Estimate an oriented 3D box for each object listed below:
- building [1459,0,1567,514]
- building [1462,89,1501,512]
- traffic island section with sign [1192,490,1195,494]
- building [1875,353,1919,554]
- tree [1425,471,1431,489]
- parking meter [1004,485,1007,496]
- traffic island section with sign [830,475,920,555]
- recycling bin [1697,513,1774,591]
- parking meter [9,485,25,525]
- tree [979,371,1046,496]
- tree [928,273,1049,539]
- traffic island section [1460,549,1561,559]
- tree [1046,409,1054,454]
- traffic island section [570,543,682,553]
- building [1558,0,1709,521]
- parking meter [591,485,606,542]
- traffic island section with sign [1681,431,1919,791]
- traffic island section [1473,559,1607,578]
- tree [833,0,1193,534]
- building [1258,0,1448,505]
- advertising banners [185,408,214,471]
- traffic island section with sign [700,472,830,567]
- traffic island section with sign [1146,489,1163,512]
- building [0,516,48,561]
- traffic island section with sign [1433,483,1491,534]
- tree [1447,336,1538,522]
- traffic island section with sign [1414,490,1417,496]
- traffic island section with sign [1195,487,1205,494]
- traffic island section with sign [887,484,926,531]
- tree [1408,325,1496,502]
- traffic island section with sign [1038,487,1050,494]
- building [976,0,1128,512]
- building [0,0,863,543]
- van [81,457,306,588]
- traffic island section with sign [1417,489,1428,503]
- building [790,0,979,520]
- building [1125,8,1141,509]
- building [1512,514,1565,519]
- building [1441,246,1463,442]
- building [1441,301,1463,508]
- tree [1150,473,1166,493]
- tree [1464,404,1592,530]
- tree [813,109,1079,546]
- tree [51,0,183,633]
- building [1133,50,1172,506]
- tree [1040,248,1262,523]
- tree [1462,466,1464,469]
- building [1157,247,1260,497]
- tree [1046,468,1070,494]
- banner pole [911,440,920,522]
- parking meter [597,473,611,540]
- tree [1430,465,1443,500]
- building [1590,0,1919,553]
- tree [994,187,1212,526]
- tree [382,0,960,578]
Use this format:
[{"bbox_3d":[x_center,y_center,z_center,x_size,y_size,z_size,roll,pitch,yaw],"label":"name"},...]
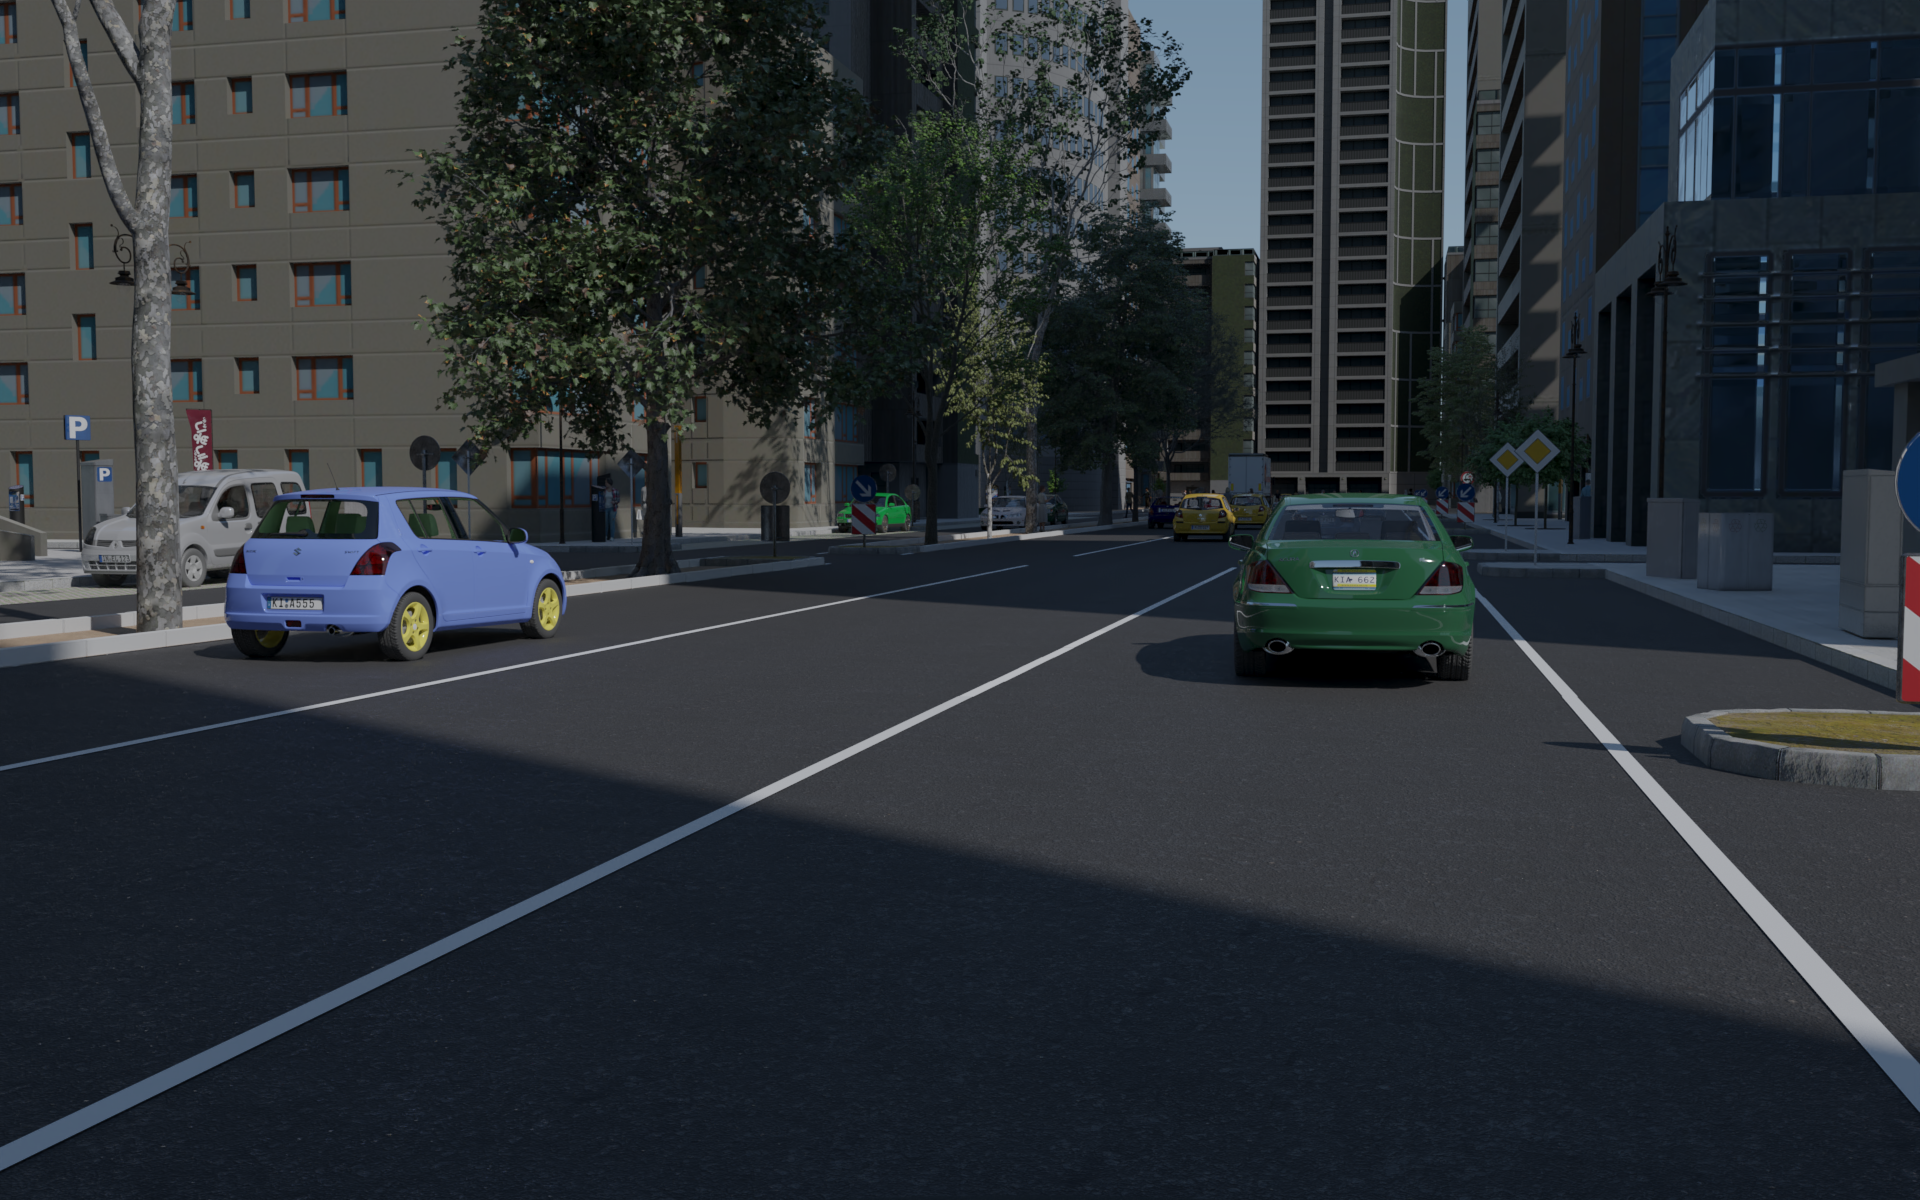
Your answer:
[{"bbox_3d":[52.723,-31.675,141.588,21.300,48.544,21.600,1,4,14],"label":"building"},{"bbox_3d":[44.220,-21.644,125.584,14.160,30.474,14.107,1,4,14],"label":"building"},{"bbox_3d":[22.874,-9.801,168.873,1.989,1.847,2.006,1,4,14],"label":"traffic island section with sign"},{"bbox_3d":[26.504,-19.630,12.827,32.217,40.220,23.993,1,4,14],"label":"building"},{"bbox_3d":[51.710,-12.382,186.153,4.285,4.588,4.351,0,3,0],"label":"tree"},{"bbox_3d":[2.888,-6.342,109.404,0.255,1.863,0.399,0,4,-1],"label":"parking meter"},{"bbox_3d":[-2.149,-2.073,42.034,2.006,1.907,1.989,1,4,14],"label":"traffic island section with sign"},{"bbox_3d":[10.408,-0.655,23.259,0.722,1.027,0.722,0,4,-2],"label":"recycling bin"},{"bbox_3d":[-25.975,-2.403,47.706,0.372,1.533,0.369,0,3,0],"label":"parking meter"},{"bbox_3d":[2.816,-9.204,100.844,4.360,8.622,3.978,0,3,0],"label":"tree"},{"bbox_3d":[0.909,-6.175,53.785,4.737,8.622,4.395,0,3,0],"label":"tree"},{"bbox_3d":[12.281,-1.012,38.831,2.009,0.180,2.903,1,4,14],"label":"traffic island section"},{"bbox_3d":[4.476,-9.532,106.218,4.360,8.622,3.978,0,3,0],"label":"tree"},{"bbox_3d":[-8.342,-1.323,43.910,2.009,0.180,2.903,1,4,14],"label":"traffic island section"},{"bbox_3d":[33.419,-25.843,72.647,14.600,45.320,14.200,1,4,14],"label":"building"},{"bbox_3d":[-9.636,-2.309,46.162,0.372,1.533,0.369,0,3,0],"label":"parking meter"},{"bbox_3d":[5.001,-0.037,9.236,1.989,1.847,2.006,1,4,14],"label":"traffic island section with sign"},{"bbox_3d":[10.366,-0.538,31.078,2.009,0.180,2.903,1,4,14],"label":"traffic island section"},{"bbox_3d":[1.571,-12.474,62.290,12.611,20.169,13.585,0,3,0],"label":"tree"},{"bbox_3d":[46.406,-46.838,204.046,20.611,71.187,20.563,1,4,14],"label":"building"},{"bbox_3d":[-15.067,-2.446,36.178,2.074,3.025,0.090,-3,5,-43],"label":"advertising banners"},{"bbox_3d":[-3.934,-1.633,34.844,2.006,1.907,1.989,1,4,14],"label":"traffic island section with sign"},{"bbox_3d":[16.407,-8.200,142.702,1.989,1.847,2.006,1,4,14],"label":"traffic island section with sign"},{"bbox_3d":[-29.429,-20.104,20.580,23.993,40.220,32.217,1,4,14],"label":"building"},{"bbox_3d":[18.378,-3.353,63.450,1.989,1.847,2.006,1,4,14],"label":"traffic island section with sign"},{"bbox_3d":[25.005,-7.972,80.705,4.360,8.622,3.978,0,3,0],"label":"tree"},{"bbox_3d":[36.697,-7.890,137.626,1.989,1.847,2.006,1,4,14],"label":"traffic island section with sign"},{"bbox_3d":[15.858,-6.535,114.991,2.006,1.907,1.989,1,4,14],"label":"traffic island section with sign"},{"bbox_3d":[-1.971,-3.651,68.323,1.989,1.847,2.006,1,4,14],"label":"traffic island section with sign"},{"bbox_3d":[33.993,-12.093,115.852,7.486,12.596,7.792,0,3,0],"label":"tree"},{"bbox_3d":[4.528,-5.258,94.592,1.989,1.847,2.006,1,4,14],"label":"traffic island section with sign"},{"bbox_3d":[0.357,-36.124,132.624,21.231,58.520,28.212,1,4,14],"label":"building"},{"bbox_3d":[-20.931,-13.265,61.918,27.650,21.520,28.899,1,4,14],"label":"building"},{"bbox_3d":[-12.176,-1.273,27.820,2.013,2.044,4.112,1,4,13],"label":"van"},{"bbox_3d":[24.966,-4.987,90.163,1.989,1.847,2.006,1,4,14],"label":"traffic island section with sign"},{"bbox_3d":[-7.438,-19.386,88.654,14.160,30.474,14.107,1,4,14],"label":"building"},{"bbox_3d":[8.007,-30.778,153.337,14.600,45.320,14.200,1,4,14],"label":"building"},{"bbox_3d":[42.047,-28.951,97.051,21.300,48.544,21.600,1,4,14],"label":"building"},{"bbox_3d":[62.607,-26.104,198.498,14.107,30.474,14.160,1,4,14],"label":"building"},{"bbox_3d":[61.144,-19.649,166.298,27.650,21.520,28.899,1,4,14],"label":"building"},{"bbox_3d":[18.578,-10.237,161.977,1.663,3.219,1.824,0,3,0],"label":"tree"},{"bbox_3d":[21.394,-4.852,63.044,4.285,4.588,4.351,0,3,0],"label":"tree"},{"bbox_3d":[-0.707,-7.232,46.451,9.928,11.665,9.643,0,3,0],"label":"tree"},{"bbox_3d":[-8.911,-9.745,17.685,12.611,20.169,13.585,0,3,0],"label":"tree"},{"bbox_3d":[6.290,-34.356,181.335,30.456,49.044,23.786,1,4,14],"label":"building"},{"bbox_3d":[8.588,-10.488,84.298,12.009,13.543,11.850,0,3,0],"label":"tree"},{"bbox_3d":[22.251,-5.233,69.268,4.285,4.588,4.351,0,3,0],"label":"tree"},{"bbox_3d":[28.456,-26.558,205.928,14.107,30.474,14.160,1,4,14],"label":"building"},{"bbox_3d":[6.213,-7.356,114.872,1.663,3.219,1.824,0,3,0],"label":"tree"},{"bbox_3d":[-2.061,-5.507,80.051,0.401,3.779,0.863,0,4,-1],"label":"banner pole"},{"bbox_3d":[-9.908,-2.597,48.175,0.399,1.863,0.255,0,4,-2],"label":"parking meter"},{"bbox_3d":[26.501,-6.222,85.451,4.285,4.588,4.351,0,3,0],"label":"tree"},{"bbox_3d":[33.215,-44.672,43.054,31.000,86.520,22.319,1,4,14],"label":"building"},{"bbox_3d":[6.159,-10.024,73.002,9.857,13.997,8.962,0,3,0],"label":"tree"},{"bbox_3d":[-5.162,-6.728,29.460,9.611,12.733,9.660,0,3,0],"label":"tree"}]
